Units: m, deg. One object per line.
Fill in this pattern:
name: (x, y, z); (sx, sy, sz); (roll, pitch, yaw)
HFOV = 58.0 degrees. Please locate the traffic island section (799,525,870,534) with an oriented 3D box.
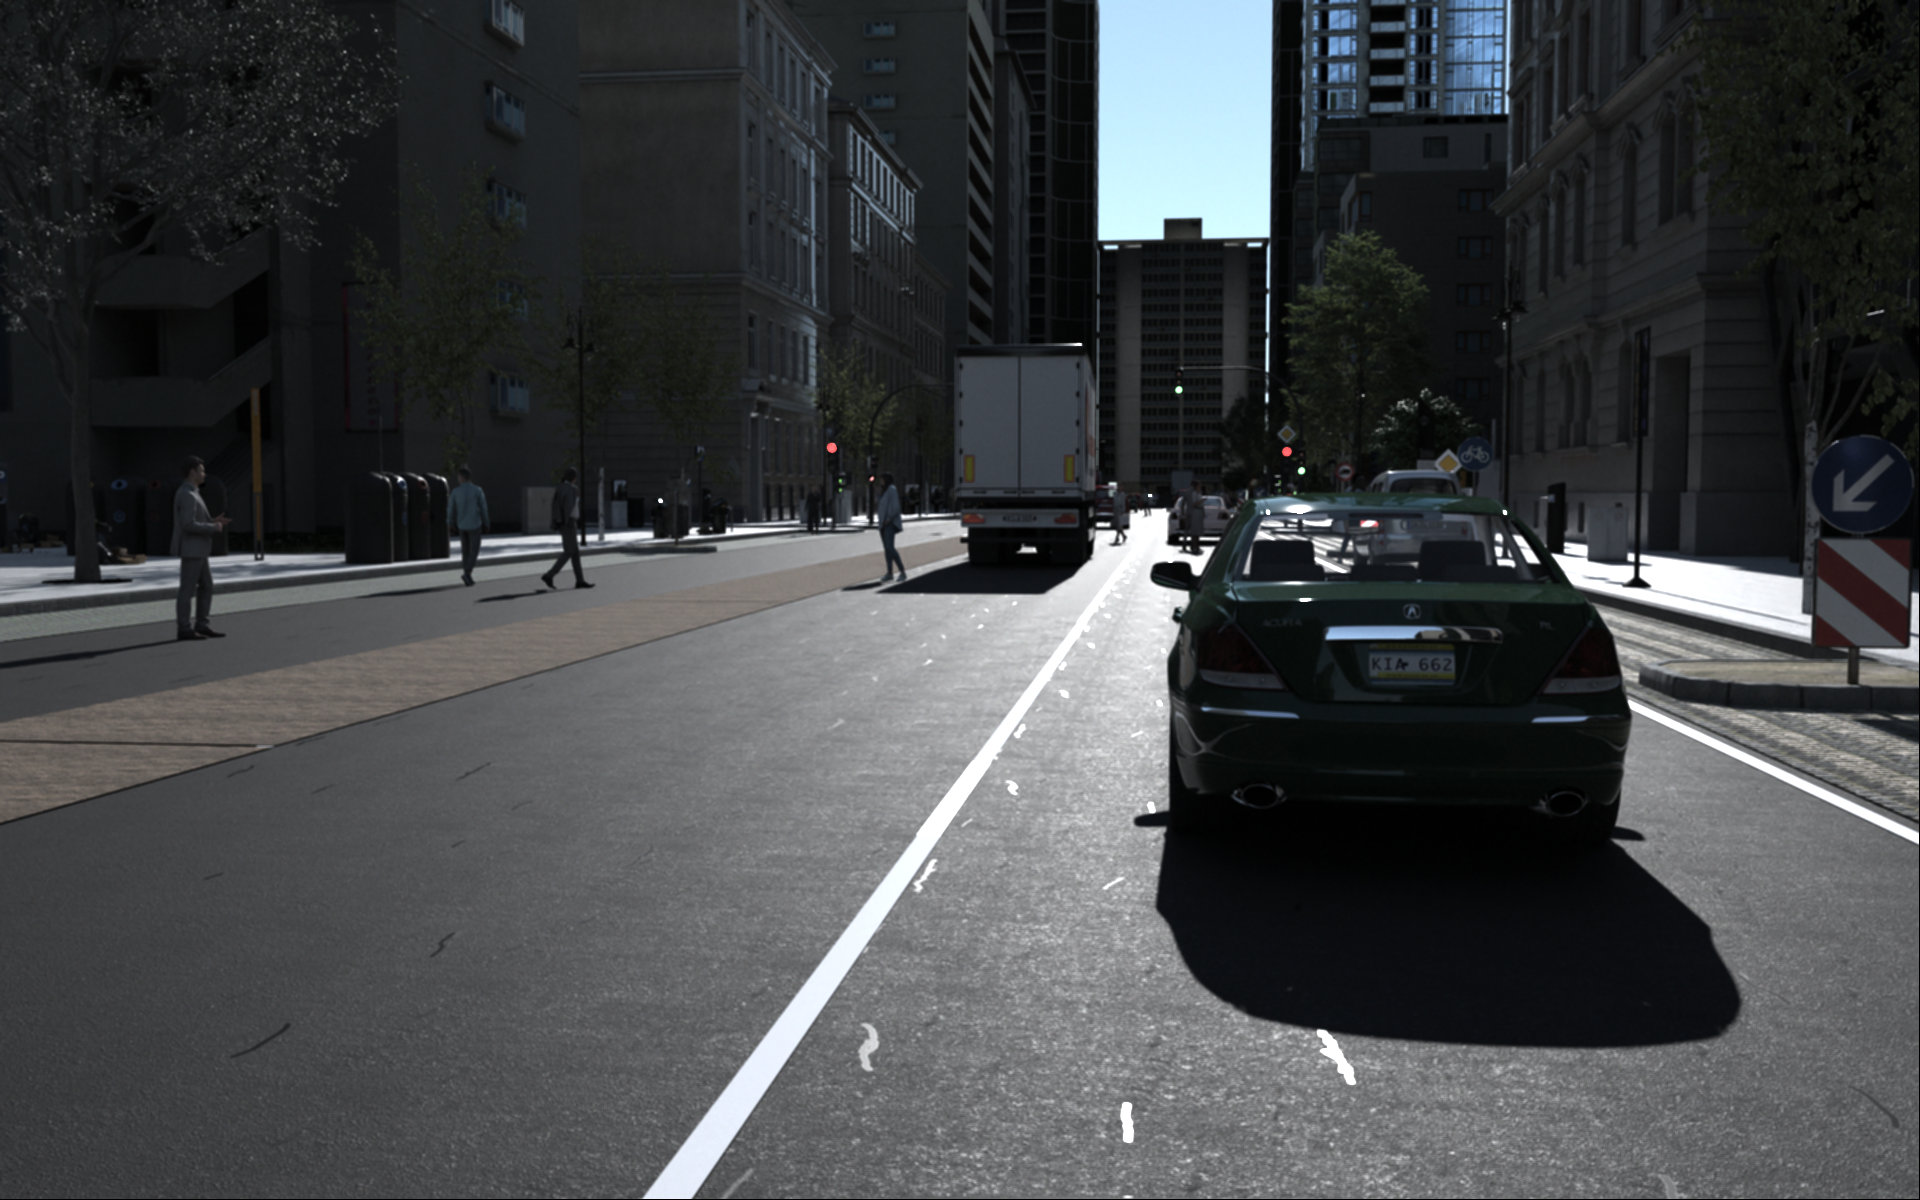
traffic island section: (-4.686, -2.555, 64.056); (2.009, 0.180, 2.903); (0, 4, 7)

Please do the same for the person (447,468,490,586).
person: (-7.761, -1.151, 27.175); (0.638, 1.841, 0.748); (1, 4, 9)

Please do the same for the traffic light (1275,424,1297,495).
traffic light: (13.124, -4.945, 69.774); (0.839, 4.253, 0.868); (0, 4, 7)

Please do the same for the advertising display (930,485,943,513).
advertising display: (-1.603, -6.951, 118.868); (0.974, 1.923, 0.123); (-2, 4, -33)

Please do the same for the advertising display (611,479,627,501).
advertising display: (-14.834, -4.294, 75.416); (0.123, 1.923, 0.974); (2, 4, 25)

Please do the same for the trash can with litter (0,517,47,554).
trash can with litter: (-20.918, -1.653, 38.086); (1.678, 1.210, 2.233); (-1, 4, -21)

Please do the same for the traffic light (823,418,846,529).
traffic light: (-4.647, -4.587, 63.916); (0.839, 4.253, 0.868); (0, 4, 7)

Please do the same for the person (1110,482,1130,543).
person: (4.721, -2.568, 50.843); (0.624, 1.780, 0.694); (-1, 4, -23)

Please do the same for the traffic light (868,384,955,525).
traffic light: (-1.573, -5.930, 71.617); (4.771, 5.953, 1.251); (0, 4, 7)

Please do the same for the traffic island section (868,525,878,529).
traffic island section: (-3.699, -3.040, 71.980); (2.009, 0.180, 2.903); (0, 4, 7)

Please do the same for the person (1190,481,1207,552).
person: (6.006, -2.091, 43.251); (0.524, 1.755, 0.480); (2, 4, 30)

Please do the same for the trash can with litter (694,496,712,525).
trash can with litter: (-10.811, -3.814, 73.421); (1.678, 1.210, 2.233); (0, 4, -8)

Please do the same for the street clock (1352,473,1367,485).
street clock: (13.686, -3.355, 59.424); (0.358, 2.002, 0.471); (-3, 4, -39)

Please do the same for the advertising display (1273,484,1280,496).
advertising display: (20.344, -6.404, 109.924); (0.974, 1.923, 0.123); (-1, 4, -17)

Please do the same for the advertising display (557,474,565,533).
advertising display: (-13.060, -3.153, 56.763); (0.123, 1.923, 0.974); (-1, 4, -21)

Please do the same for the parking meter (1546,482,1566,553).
parking meter: (13.003, -1.797, 37.788); (0.372, 1.533, 0.369); (0, 3, 0)

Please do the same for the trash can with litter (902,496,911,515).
trash can with litter: (-3.268, -5.859, 107.182); (0.624, 1.170, 1.055); (-1, 4, -10)

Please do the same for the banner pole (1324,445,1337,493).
banner pole: (18.242, -5.844, 85.565); (0.863, 3.779, 0.401); (3, 5, 40)

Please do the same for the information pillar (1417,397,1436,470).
information pillar: (11.320, -3.106, 42.131); (0.504, 3.616, 0.183); (-1, 4, -21)

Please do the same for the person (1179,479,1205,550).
person: (5.984, -2.204, 44.661); (0.709, 1.813, 0.853); (1, 4, 19)

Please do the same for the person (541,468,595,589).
person: (-5.927, -1.077, 26.207); (0.850, 1.850, 0.679); (-2, 4, -28)

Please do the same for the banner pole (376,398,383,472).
banner pole: (-15.251, -3.400, 45.613); (0.401, 3.779, 0.863); (-1, 4, -13)

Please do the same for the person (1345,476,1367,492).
person: (8.073, -1.640, 35.587); (0.793, 1.790, 0.793); (0, 4, 2)

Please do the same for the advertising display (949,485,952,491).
advertising display: (-0.623, -7.138, 121.917); (0.123, 1.923, 0.974); (1, 4, 9)

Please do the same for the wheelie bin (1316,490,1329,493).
wheelie bin: (19.170, -5.135, 91.861); (0.980, 1.594, 0.693); (0, 4, -5)

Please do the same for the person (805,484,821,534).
person: (-5.191, -3.196, 61.168); (0.576, 1.772, 0.534); (-1, 4, -12)

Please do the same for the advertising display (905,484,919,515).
advertising display: (-2.987, -6.326, 108.641); (0.974, 1.923, 0.123); (1, 4, 13)

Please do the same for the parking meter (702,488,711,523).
parking meter: (-11.008, -4.089, 75.259); (0.372, 1.533, 0.369); (0, 3, 0)

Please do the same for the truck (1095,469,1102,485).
truck: (14.617, -12.611, 195.100); (2.839, 4.237, 11.283); (0, 4, 6)

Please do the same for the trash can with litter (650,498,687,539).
trash can with litter: (-8.371, -2.355, 49.892); (1.055, 1.170, 0.624); (1, 4, 18)

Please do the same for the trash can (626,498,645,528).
trash can: (-12.205, -3.275, 65.192); (0.748, 1.137, 0.748); (0, 3, 0)

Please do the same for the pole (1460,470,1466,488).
pole: (16.409, -3.834, 56.524); (0.158, 3.312, 0.155); (0, 3, 0)

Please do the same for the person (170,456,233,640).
person: (-7.480, -0.514, 17.104); (0.583, 1.804, 0.606); (-2, 4, -28)

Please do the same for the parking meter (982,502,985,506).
parking meter: (1.950, -7.982, 136.211); (0.399, 1.863, 0.255); (-3, 5, -41)

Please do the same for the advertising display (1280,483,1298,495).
advertising display: (19.745, -6.010, 103.477); (0.974, 1.923, 0.123); (0, 4, -8)

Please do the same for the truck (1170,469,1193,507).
truck: (25.462, -12.827, 198.641); (2.839, 4.237, 11.283); (0, 4, 7)

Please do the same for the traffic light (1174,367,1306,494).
traffic light: (10.050, -5.339, 61.967); (4.771, 5.953, 1.251); (0, 4, 7)

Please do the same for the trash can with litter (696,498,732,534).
trash can with litter: (-7.869, -2.686, 55.297); (1.055, 1.170, 0.624); (-3, 5, -41)

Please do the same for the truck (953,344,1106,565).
truck: (1.693, -3.009, 38.112); (2.839, 4.237, 11.283); (0, 4, 6)

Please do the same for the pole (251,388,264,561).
pole: (-13.565, -2.421, 33.422); (0.158, 3.312, 0.155); (0, 3, 0)

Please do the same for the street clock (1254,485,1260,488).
street clock: (24.270, -8.371, 141.438); (0.358, 2.002, 0.471); (-3, 4, -38)
